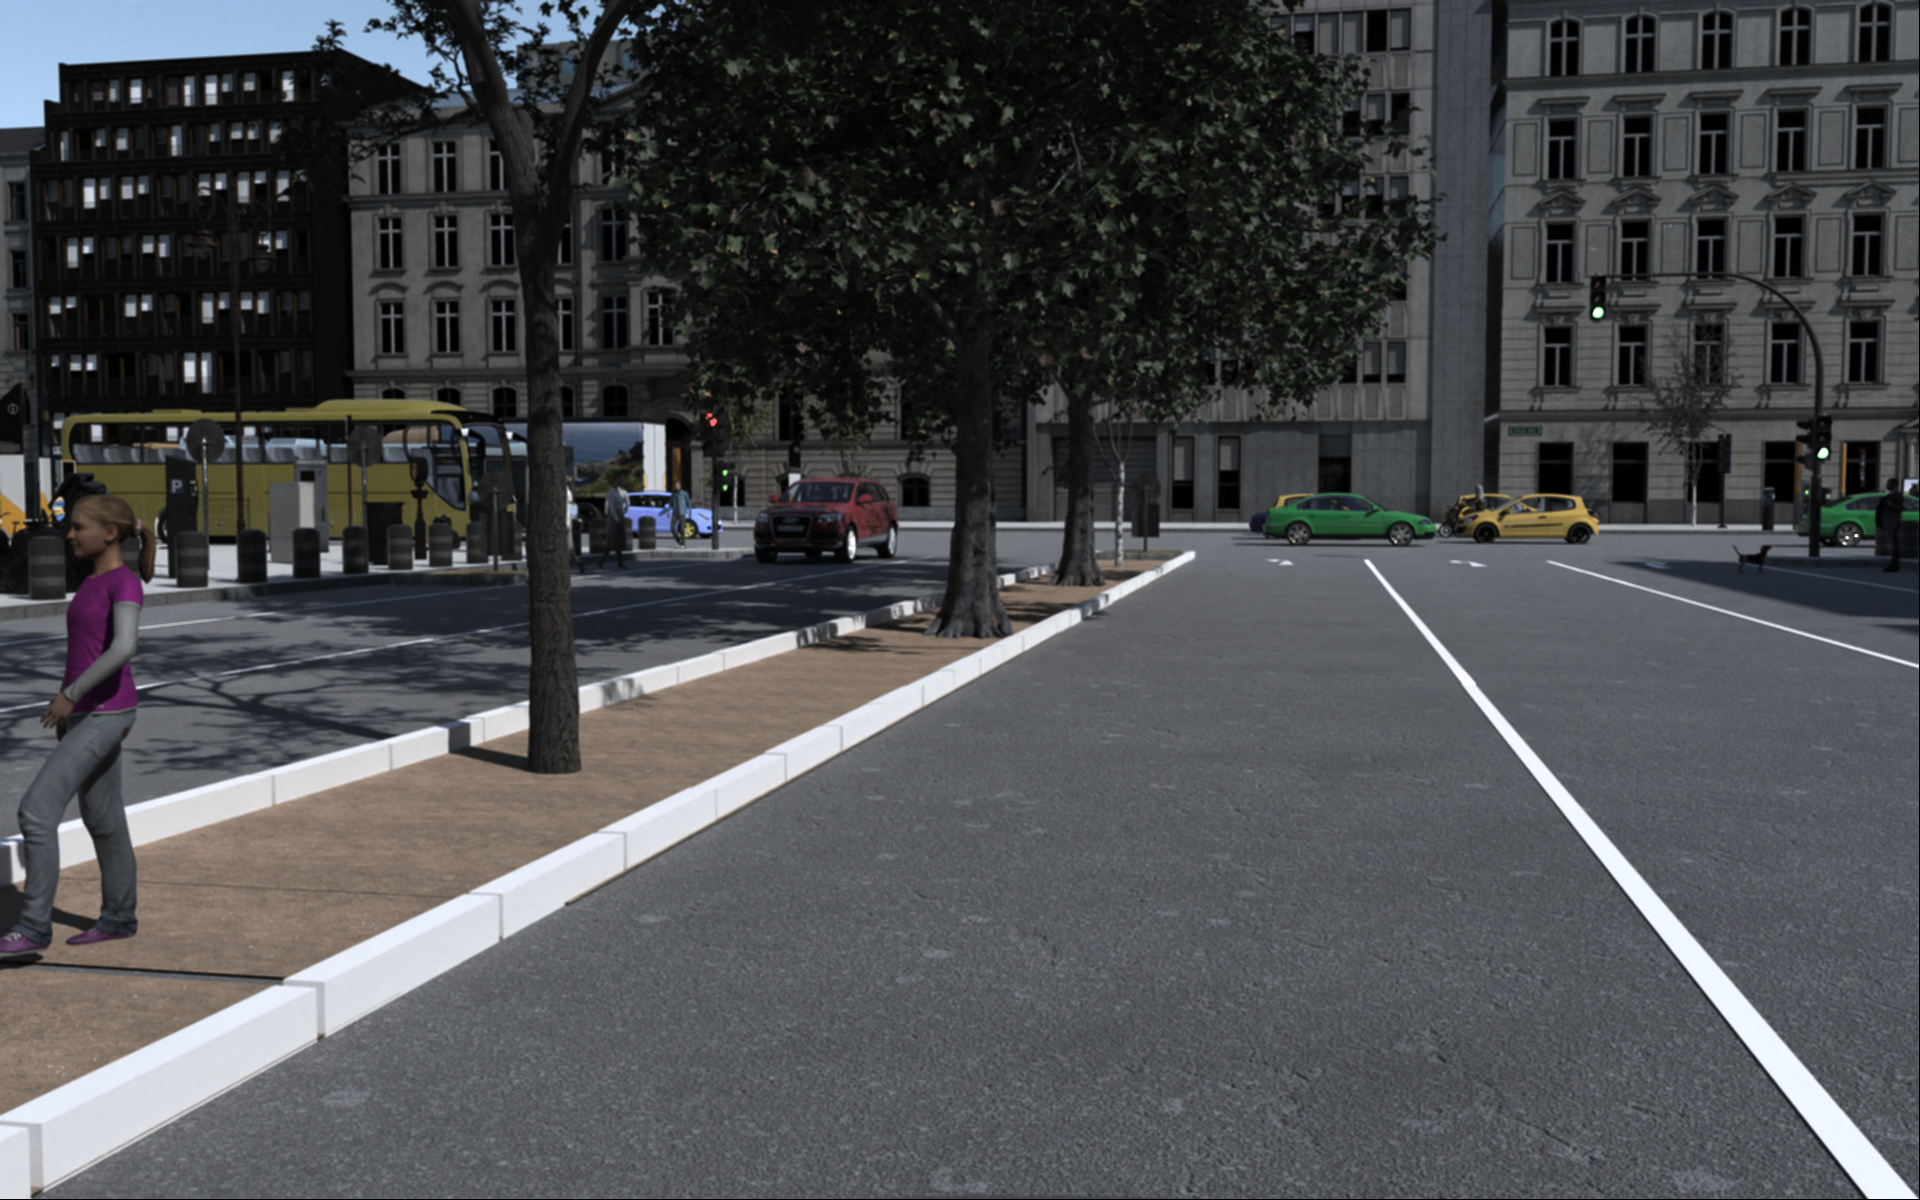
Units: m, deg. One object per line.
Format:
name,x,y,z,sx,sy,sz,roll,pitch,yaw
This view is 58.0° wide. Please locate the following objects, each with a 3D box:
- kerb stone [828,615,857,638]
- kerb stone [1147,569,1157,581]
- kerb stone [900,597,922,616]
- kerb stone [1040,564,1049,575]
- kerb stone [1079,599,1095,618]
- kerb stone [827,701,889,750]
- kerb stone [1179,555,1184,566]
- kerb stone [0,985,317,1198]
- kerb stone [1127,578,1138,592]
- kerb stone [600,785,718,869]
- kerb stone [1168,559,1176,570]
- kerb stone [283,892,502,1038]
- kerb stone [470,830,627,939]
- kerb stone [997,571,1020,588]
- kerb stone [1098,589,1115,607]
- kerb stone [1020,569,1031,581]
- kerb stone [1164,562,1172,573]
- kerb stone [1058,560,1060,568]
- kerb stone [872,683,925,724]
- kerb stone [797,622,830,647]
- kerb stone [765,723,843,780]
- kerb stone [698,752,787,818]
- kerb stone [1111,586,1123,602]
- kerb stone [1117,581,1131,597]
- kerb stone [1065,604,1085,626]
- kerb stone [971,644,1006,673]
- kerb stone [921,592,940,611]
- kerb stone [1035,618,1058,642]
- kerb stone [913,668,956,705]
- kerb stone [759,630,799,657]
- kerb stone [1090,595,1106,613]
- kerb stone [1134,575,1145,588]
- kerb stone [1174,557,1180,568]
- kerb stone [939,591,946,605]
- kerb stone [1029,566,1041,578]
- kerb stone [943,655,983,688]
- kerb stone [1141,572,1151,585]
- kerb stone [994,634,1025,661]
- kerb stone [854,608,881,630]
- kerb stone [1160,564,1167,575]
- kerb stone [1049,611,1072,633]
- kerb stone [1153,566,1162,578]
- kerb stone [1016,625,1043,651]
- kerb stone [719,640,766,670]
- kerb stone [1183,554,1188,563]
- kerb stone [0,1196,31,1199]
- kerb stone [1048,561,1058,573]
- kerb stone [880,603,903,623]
kerb stone,-1.255,0.287,17.508,0.120,0.150,1.000,1,4,11
kerb stone,3.060,-0.369,28.237,0.120,0.150,1.000,1,4,11
kerb stone,-0.644,0.102,20.525,0.120,0.150,1.000,1,4,11
kerb stone,1.393,-0.512,30.589,0.120,0.150,1.000,1,4,11
kerb stone,1.429,0.123,20.190,0.120,0.150,1.000,1,4,11
kerb stone,-0.610,0.741,10.102,0.120,0.150,1.000,1,4,11
kerb stone,4.291,-0.740,34.288,0.120,0.150,1.000,1,4,11
kerb stone,-1.839,1.117,4.050,0.120,0.150,1.000,1,4,11
kerb stone,2.446,-0.185,25.217,0.120,0.150,1.000,1,4,11
kerb stone,-1.223,0.925,7.074,0.120,0.150,1.000,1,4,11
kerb stone,3.876,-0.615,32.267,0.120,0.150,1.000,1,4,11
kerb stone,-1.632,1.049,5.062,0.120,0.150,1.000,1,4,11
kerb stone,-1.429,0.989,6.069,0.120,0.150,1.000,1,4,11
kerb stone,0.779,-0.327,27.569,0.120,0.150,1.000,1,4,11
kerb stone,1.844,0.000,22.199,0.120,0.150,1.000,1,4,11
kerb stone,0.984,-0.390,28.574,0.120,0.150,1.000,1,4,11
kerb stone,3.678,-0.547,31.261,0.120,0.150,1.000,1,4,11
kerb stone,1.806,-0.634,32.602,0.120,0.150,1.000,1,4,11
kerb stone,-0.412,0.678,11.111,0.120,0.150,1.000,1,4,11
kerb stone,-1.461,0.349,16.501,0.120,0.150,1.000,1,4,11
kerb stone,-0.819,0.803,9.088,0.120,0.150,1.000,1,4,11
kerb stone,-1.024,0.871,8.081,0.120,0.150,1.000,1,4,11
kerb stone,2.037,-0.058,23.207,0.120,0.150,1.000,1,4,11
kerb stone,2.249,-0.123,24.211,0.120,0.150,1.000,1,4,11
kerb stone,1.235,0.184,19.183,0.120,0.150,1.000,1,4,11
kerb stone,0.206,0.495,14.141,0.120,0.150,1.000,1,4,11
kerb stone,-0.439,0.041,21.531,0.120,0.150,1.000,1,4,11
kerb stone,0.819,0.309,17.161,0.120,0.150,1.000,1,4,11
kerb stone,-0.202,0.621,12.122,0.120,0.150,1.000,1,4,11
kerb stone,-1.663,0.410,15.495,0.120,0.150,1.000,1,4,11
kerb stone,1.633,0.068,21.196,0.120,0.150,1.000,1,4,11
kerb stone,2.651,-0.246,26.222,0.120,0.150,1.000,1,4,11
kerb stone,4.086,-0.678,33.282,0.120,0.150,1.000,1,4,11
kerb stone,-0.231,-0.021,22.535,0.120,0.150,1.000,1,4,11
kerb stone,1.196,-0.452,29.583,0.120,0.150,1.000,1,4,11
kerb stone,0.000,0.554,13.133,0.120,0.150,1.000,1,4,11
kerb stone,2.861,-0.308,27.226,0.120,0.150,1.000,1,4,11
kerb stone,0.408,0.432,15.148,0.120,0.150,1.000,1,4,11
kerb stone,-1.049,0.225,18.514,0.120,0.150,1.000,1,4,11
kerb stone,3.469,-0.493,30.256,0.120,0.150,1.000,1,4,11
kerb stone,1.023,0.246,18.170,0.120,0.150,1.000,1,4,11
kerb stone,3.267,-0.429,29.251,0.120,0.150,1.000,1,4,11
kerb stone,0.619,0.370,16.155,0.120,0.150,1.000,1,4,11
kerb stone,-1.859,0.471,14.487,0.120,0.150,1.000,1,4,11
kerb stone,4.493,-0.801,35.293,0.120,0.150,1.000,1,4,11
kerb stone,-2.043,1.172,3.032,0.120,0.150,1.000,1,4,11
kerb stone,1.601,-0.575,31.594,0.120,0.150,1.000,1,4,11
kerb stone,-0.846,0.165,19.519,0.120,0.150,1.000,1,4,11
